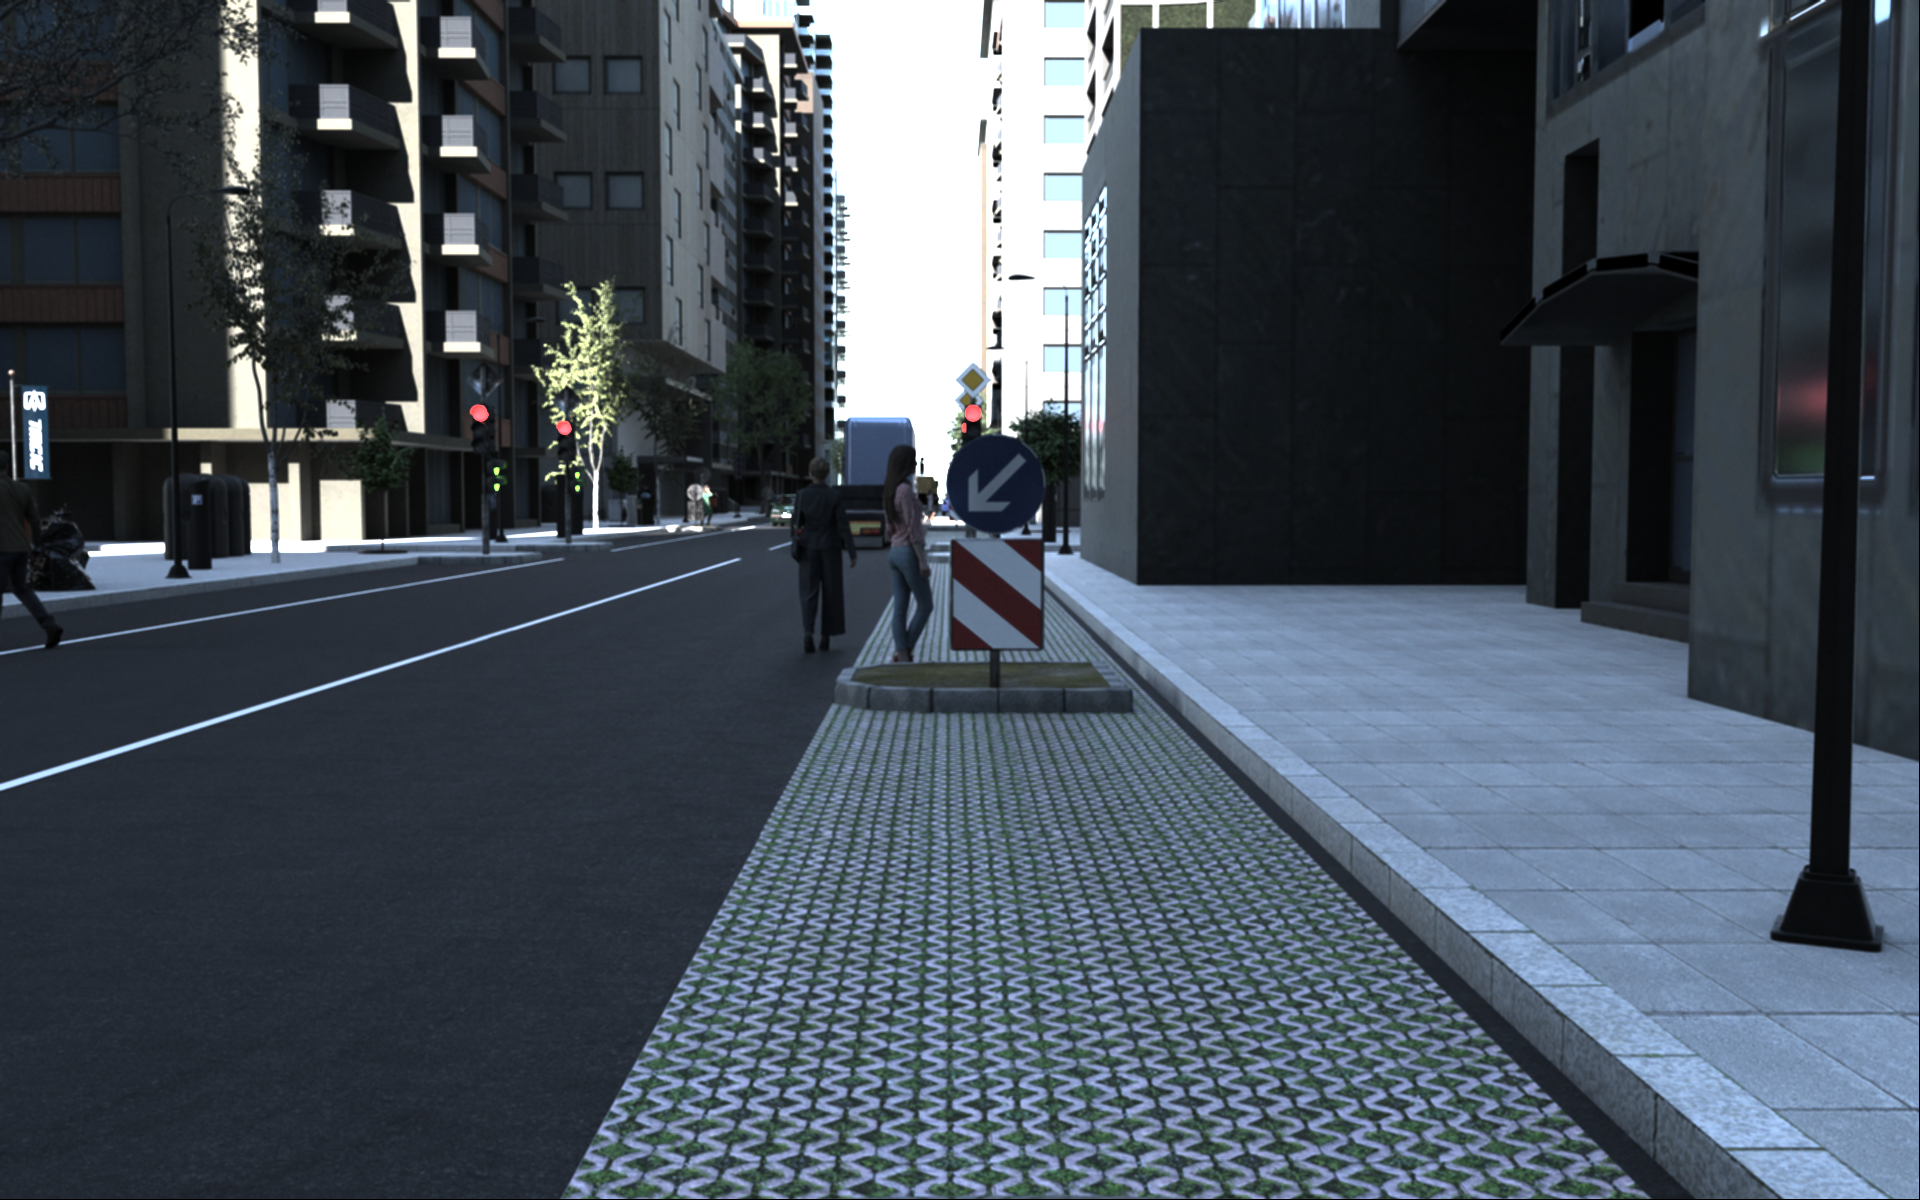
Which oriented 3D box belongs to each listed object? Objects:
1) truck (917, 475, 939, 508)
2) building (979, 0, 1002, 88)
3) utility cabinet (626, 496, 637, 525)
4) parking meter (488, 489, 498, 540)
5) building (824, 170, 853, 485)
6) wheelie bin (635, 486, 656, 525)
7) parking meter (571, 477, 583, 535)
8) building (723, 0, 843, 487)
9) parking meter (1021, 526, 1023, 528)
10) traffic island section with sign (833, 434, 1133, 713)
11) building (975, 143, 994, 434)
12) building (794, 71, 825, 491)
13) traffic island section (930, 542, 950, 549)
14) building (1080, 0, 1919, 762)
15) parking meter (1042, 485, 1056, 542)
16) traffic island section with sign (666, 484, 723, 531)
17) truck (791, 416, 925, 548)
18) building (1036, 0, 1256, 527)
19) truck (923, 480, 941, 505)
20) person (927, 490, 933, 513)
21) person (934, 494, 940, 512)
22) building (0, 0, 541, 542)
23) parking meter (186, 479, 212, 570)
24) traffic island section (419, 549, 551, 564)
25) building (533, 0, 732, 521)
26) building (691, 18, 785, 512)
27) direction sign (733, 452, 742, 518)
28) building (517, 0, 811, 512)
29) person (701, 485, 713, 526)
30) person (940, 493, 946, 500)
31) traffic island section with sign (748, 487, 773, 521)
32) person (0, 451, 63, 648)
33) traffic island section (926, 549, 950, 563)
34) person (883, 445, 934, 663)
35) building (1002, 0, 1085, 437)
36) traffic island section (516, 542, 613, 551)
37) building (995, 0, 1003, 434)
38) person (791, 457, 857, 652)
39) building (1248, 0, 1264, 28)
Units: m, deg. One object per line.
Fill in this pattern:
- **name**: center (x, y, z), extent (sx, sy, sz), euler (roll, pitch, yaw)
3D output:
- **truck**: center (-3.911, -11.168, 178.520), extent (3.469, 3.379, 9.791), euler (0, 4, 0)
- **building**: center (16.561, -36.174, 180.678), extent (28.713, 52.752, 27.495), euler (0, 4, 0)
- **utility cabinet**: center (-13.592, -3.782, 73.004), extent (0.306, 1.237, 1.020), euler (2, 4, 33)
- **parking meter**: center (-13.188, -2.460, 48.631), extent (0.372, 1.533, 0.369), euler (0, 3, 0)
- **building**: center (-27.083, -38.584, 250.464), extent (23.786, 49.044, 30.456), euler (0, 4, 0)
- **wheelie bin**: center (-12.994, -3.889, 71.496), extent (0.693, 1.594, 0.980), euler (-3, 4, -39)
- **parking meter**: center (-12.060, -2.981, 54.453), extent (0.255, 1.863, 0.399), euler (2, 4, 32)
- **building**: center (-25.737, -55.401, 218.478), extent (22.319, 86.520, 31.000), euler (0, 4, 0)
- **parking meter**: center (2.200, -3.696, 66.147), extent (0.255, 1.863, 0.399), euler (3, 5, 44)
- **traffic island section with sign**: center (0.125, -0.218, 12.190), extent (1.989, 1.847, 2.006), euler (0, 4, 0)
- **building**: center (9.355, -34.613, 216.027), extent (14.600, 45.320, 14.200), euler (0, 4, 0)
- **building**: center (-21.566, -32.447, 180.623), extent (14.600, 45.320, 14.200), euler (0, 4, 0)
- **traffic island section**: center (0.242, -1.382, 44.882), extent (2.009, 0.180, 2.903), euler (0, 4, 0)
- **building**: center (13.683, -43.066, 16.807), extent (22.319, 86.520, 31.000), euler (0, 4, 0)
- **parking meter**: center (2.377, -2.310, 46.173), extent (0.372, 1.533, 0.369), euler (0, 3, 0)
- **traffic island section with sign**: center (-10.302, -3.595, 67.411), extent (1.989, 1.847, 2.006), euler (0, 4, 0)
- **truck**: center (-2.947, -3.929, 53.998), extent (2.967, 4.110, 18.799), euler (0, 4, 1)
- **building**: center (13.884, -38.613, 69.574), extent (20.563, 71.187, 20.611), euler (0, 4, 0)
- **truck**: center (-4.293, -14.700, 236.270), extent (3.469, 3.379, 9.791), euler (0, 4, 0)
- **person**: center (-2.286, -7.507, 131.900), extent (0.551, 1.740, 0.621), euler (1, 4, 19)
- **person**: center (-1.827, -7.774, 138.837), extent (0.421, 1.427, 0.697), euler (-1, 4, -12)
- **building**: center (-26.048, -24.699, 58.447), extent (22.147, 44.769, 28.867), euler (0, 4, 0)
- **parking meter**: center (-12.976, -1.291, 29.523), extent (0.372, 1.533, 0.369), euler (0, 3, 0)
- **traffic island section**: center (-10.096, -0.890, 36.834), extent (2.009, 0.180, 2.903), euler (0, 4, 0)
- **building**: center (-27.662, -30.891, 94.306), extent (28.713, 52.752, 27.495), euler (0, 4, 0)
- **building**: center (-30.063, -26.924, 132.091), extent (32.217, 40.220, 23.993), euler (0, 4, 0)
- **direction sign**: center (-12.326, -6.379, 96.295), extent (0.379, 3.537, 0.876), euler (1, 4, 19)
- **building**: center (-25.433, -30.835, 158.775), extent (22.147, 44.769, 28.867), euler (0, 4, 0)
- **person**: center (-10.519, -3.854, 71.761), extent (0.529, 1.795, 0.600), euler (-1, 4, -16)
- **person**: center (-1.017, -8.125, 141.299), extent (1.348, 1.831, 0.705), euler (1, 4, 20)
- **traffic island section with sign**: center (-10.479, -5.244, 94.365), extent (1.989, 1.847, 2.006), euler (0, 4, 0)
- **person**: center (-8.735, -0.462, 15.965), extent (0.836, 1.842, 0.656), euler (-1, 4, -14)
- **traffic island section**: center (0.295, -0.894, 36.897), extent (2.009, 0.180, 2.903), euler (0, 4, 0)
- **person**: center (-0.404, -0.322, 13.773), extent (0.388, 1.821, 0.555), euler (-3, 4, -36)
- **building**: center (13.065, -34.432, 104.959), extent (21.231, 58.520, 28.212), euler (0, 4, 0)
- **traffic island section**: center (-10.149, -1.378, 44.818), extent (2.009, 0.180, 2.903), euler (0, 4, 0)
- **building**: center (14.317, -30.468, 152.777), extent (22.147, 44.769, 28.867), euler (0, 4, 0)
- **person**: center (-1.254, -0.422, 15.822), extent (0.576, 1.772, 0.534), euler (-1, 4, -15)
- **building**: center (16.943, -24.588, 52.121), extent (14.200, 45.320, 14.600), euler (0, 4, 0)
